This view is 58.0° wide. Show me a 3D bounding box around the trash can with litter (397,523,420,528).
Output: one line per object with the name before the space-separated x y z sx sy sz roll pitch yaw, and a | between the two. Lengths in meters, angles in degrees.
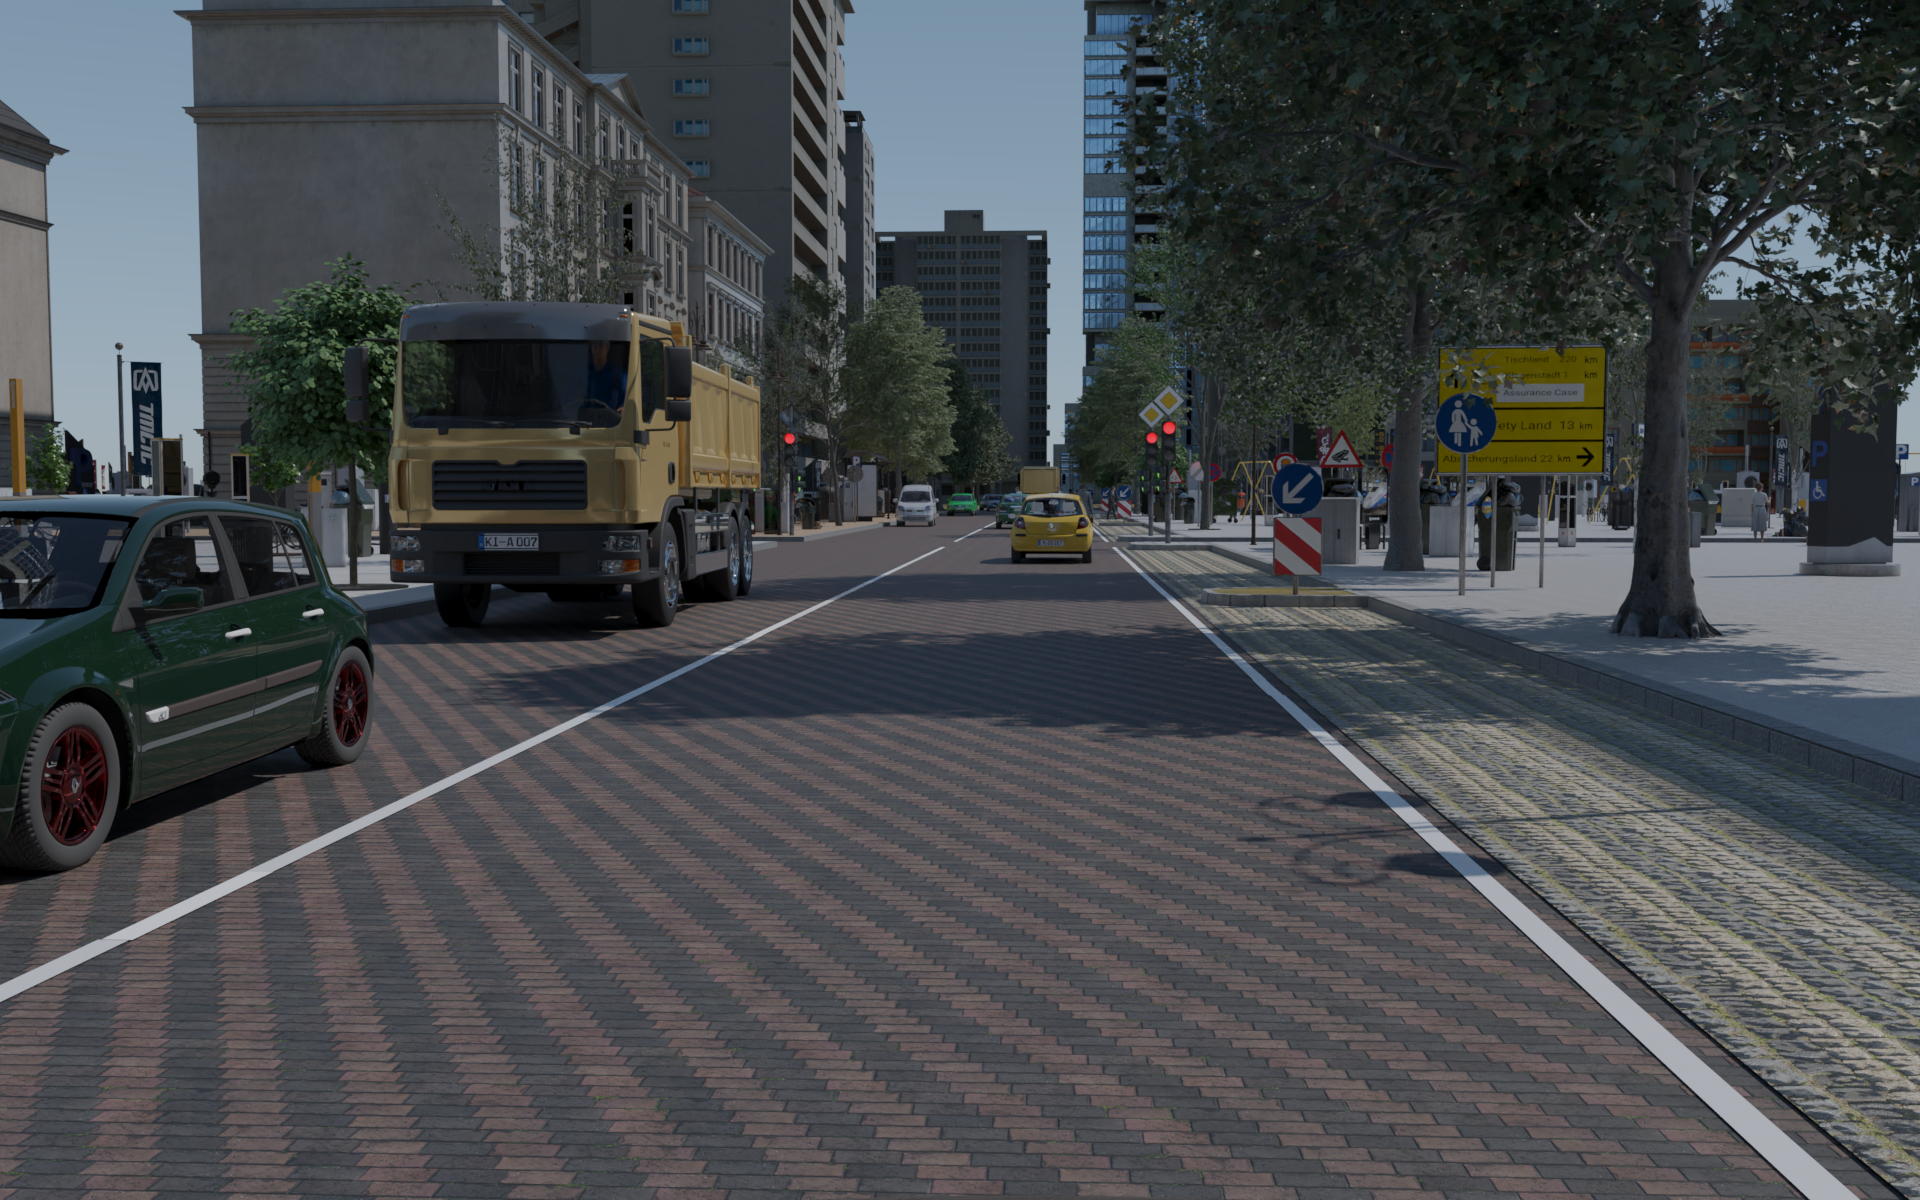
trash can with litter | -20.685 -3.283 65.064 1.055 1.170 0.624 -1 4 -11

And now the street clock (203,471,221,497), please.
street clock | -23.349 -3.028 54.074 0.471 2.002 0.358 -3 5 -43

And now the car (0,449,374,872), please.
car | -4.140 0.119 7.848 2.009 1.686 4.222 0 4 3

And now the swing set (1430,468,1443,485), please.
swing set | 29.680 -6.547 104.665 3.119 2.851 2.862 -2 4 -24

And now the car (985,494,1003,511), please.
car | 3.124 -8.156 145.349 2.014 1.417 4.499 0 4 2

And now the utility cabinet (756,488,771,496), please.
utility cabinet | -11.684 -5.881 104.840 1.173 1.500 0.318 0 4 1

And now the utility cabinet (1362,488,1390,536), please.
utility cabinet | 12.884 -2.701 52.838 1.173 1.500 0.318 -1 4 -19

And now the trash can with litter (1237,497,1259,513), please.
trash can with litter | 19.678 -6.464 116.737 1.678 1.210 2.233 -3 5 -43

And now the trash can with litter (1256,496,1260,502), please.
trash can with litter | 18.407 -5.997 109.432 1.055 1.170 0.624 1 4 16

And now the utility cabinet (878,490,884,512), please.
utility cabinet | -4.682 -5.531 99.103 0.318 1.500 1.173 -2 4 -26

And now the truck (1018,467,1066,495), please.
truck | 5.629 -7.642 120.867 3.469 3.379 9.791 0 4 4

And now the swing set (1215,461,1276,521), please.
swing set | 14.088 -5.235 83.207 2.862 2.851 3.119 -1 4 -18

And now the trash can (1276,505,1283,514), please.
trash can | 20.834 -6.160 112.373 0.748 1.137 0.748 0 3 0

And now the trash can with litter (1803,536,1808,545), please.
trash can with litter | 21.437 -1.938 43.070 0.624 1.170 1.055 -1 4 -17

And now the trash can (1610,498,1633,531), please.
trash can | 23.349 -3.028 61.155 0.748 1.137 0.748 0 3 0

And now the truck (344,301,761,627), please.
truck | -4.315 -1.526 20.872 3.469 3.379 9.791 0 4 1

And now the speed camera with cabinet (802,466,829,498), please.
speed camera with cabinet | -10.190 -7.886 123.266 2.038 3.252 0.660 1 4 21

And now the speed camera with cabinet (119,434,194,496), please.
speed camera with cabinet | -26.328 -3.826 56.885 2.038 3.252 0.660 -1 4 -8

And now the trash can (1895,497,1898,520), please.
trash can | 47.888 -4.753 89.369 0.748 1.137 0.748 0 3 0

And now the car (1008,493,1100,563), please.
car | 2.009 -1.655 37.286 2.015 1.641 3.980 0 4 4

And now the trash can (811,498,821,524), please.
trash can | -6.029 -3.634 71.063 0.748 1.137 0.748 0 3 0

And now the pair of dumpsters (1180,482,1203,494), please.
pair of dumpsters | 13.379 -5.897 98.915 1.574 2.255 4.437 0 4 3

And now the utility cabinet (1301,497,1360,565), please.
utility cabinet | 6.804 -1.264 31.830 1.020 1.237 0.306 2 4 27

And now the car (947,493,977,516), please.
car | 0.149 -6.389 113.262 1.959 1.807 4.718 0 4 4

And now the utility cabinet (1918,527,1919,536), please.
utility cabinet | 29.333 -2.661 52.189 0.318 1.500 1.173 0 4 5

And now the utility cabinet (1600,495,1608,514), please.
utility cabinet | 42.618 -6.296 114.104 1.020 1.237 0.306 -2 4 -32

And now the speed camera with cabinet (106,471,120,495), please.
speed camera with cabinet | -34.288 -4.658 70.488 0.660 3.252 2.038 -2 4 -35

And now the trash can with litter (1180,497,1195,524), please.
trash can with litter | 9.829 -3.869 74.644 0.624 1.170 1.055 1 4 9

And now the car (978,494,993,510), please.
car | 2.706 -8.698 154.009 2.131 1.459 4.920 0 4 4

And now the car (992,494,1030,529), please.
car | 2.399 -3.707 72.400 2.131 1.459 4.920 0 4 1

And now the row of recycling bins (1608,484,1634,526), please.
row of recycling bins | 27.209 -3.814 69.476 1.069 1.692 3.534 -1 4 -10

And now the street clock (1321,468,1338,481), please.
street clock | 7.824 -1.964 36.689 0.358 2.002 0.471 2 4 30

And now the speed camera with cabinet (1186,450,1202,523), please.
speed camera with cabinet | 10.426 -5.058 77.032 0.660 3.252 2.038 0 4 6

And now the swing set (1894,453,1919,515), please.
swing set | 35.321 -4.189 66.116 3.119 2.851 2.862 1 4 23

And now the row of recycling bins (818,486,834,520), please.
row of recycling bins | -6.268 -4.904 87.289 1.069 1.692 3.534 1 4 17

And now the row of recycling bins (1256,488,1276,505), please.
row of recycling bins | 22.143 -6.942 120.615 3.534 1.692 1.069 0 4 7

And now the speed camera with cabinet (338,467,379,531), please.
speed camera with cabinet | -20.431 -3.993 59.629 0.660 3.252 2.038 2 4 28

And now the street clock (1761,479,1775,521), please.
street clock | 38.083 -4.725 81.823 0.471 2.002 0.358 2 4 31

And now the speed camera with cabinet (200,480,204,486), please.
speed camera with cabinet | -45.193 -6.806 105.613 2.038 3.252 0.660 -3 5 -42

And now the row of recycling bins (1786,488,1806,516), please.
row of recycling bins | 50.777 -5.833 102.485 3.534 1.692 1.069 3 5 41

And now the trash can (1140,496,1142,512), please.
trash can | 12.757 -6.817 123.109 0.748 1.137 0.748 0 3 0

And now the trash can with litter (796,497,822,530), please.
trash can with litter | -5.449 -3.144 62.798 0.624 1.170 1.055 2 4 24

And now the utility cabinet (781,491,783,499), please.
utility cabinet | -12.244 -6.535 115.518 1.173 1.500 0.318 3 4 37

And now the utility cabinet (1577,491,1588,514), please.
utility cabinet | 38.572 -6.051 107.614 0.318 1.500 1.173 -1 4 -11

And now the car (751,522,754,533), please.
car | -8.307 -2.514 49.902 4.718 1.807 1.959 0 4 3

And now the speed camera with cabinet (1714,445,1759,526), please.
speed camera with cabinet | 30.957 -4.601 69.564 2.038 3.252 0.660 0 4 1

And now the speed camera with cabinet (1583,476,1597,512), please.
speed camera with cabinet | 39.189 -7.051 109.617 2.038 3.252 0.660 3 5 41

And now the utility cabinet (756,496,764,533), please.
utility cabinet | -6.746 -2.857 57.872 1.020 1.237 0.306 0 4 -3

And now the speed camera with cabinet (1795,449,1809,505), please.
speed camera with cabinet | 36.935 -4.914 74.685 0.660 3.252 2.038 -1 4 -21

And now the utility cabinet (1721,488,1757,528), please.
utility cabinet | 29.495 -3.481 65.585 1.173 1.500 0.318 3 5 41

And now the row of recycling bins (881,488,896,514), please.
row of recycling bins | -4.422 -6.455 112.659 3.534 1.692 1.069 -1 4 -16

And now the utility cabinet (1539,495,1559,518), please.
utility cabinet | 31.677 -5.013 93.130 1.020 1.237 0.306 -1 4 -11

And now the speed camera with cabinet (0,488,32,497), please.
speed camera with cabinet | -25.889 -3.170 46.164 0.660 3.252 2.038 2 4 30

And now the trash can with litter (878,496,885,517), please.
trash can with litter | -4.452 -5.235 96.972 0.624 1.170 1.055 -2 4 -23

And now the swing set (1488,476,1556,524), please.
swing set | 23.670 -4.562 72.202 3.119 2.851 2.862 0 4 0

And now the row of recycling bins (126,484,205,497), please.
row of recycling bins | -31.560 -3.779 68.903 1.069 1.692 3.534 2 4 32
